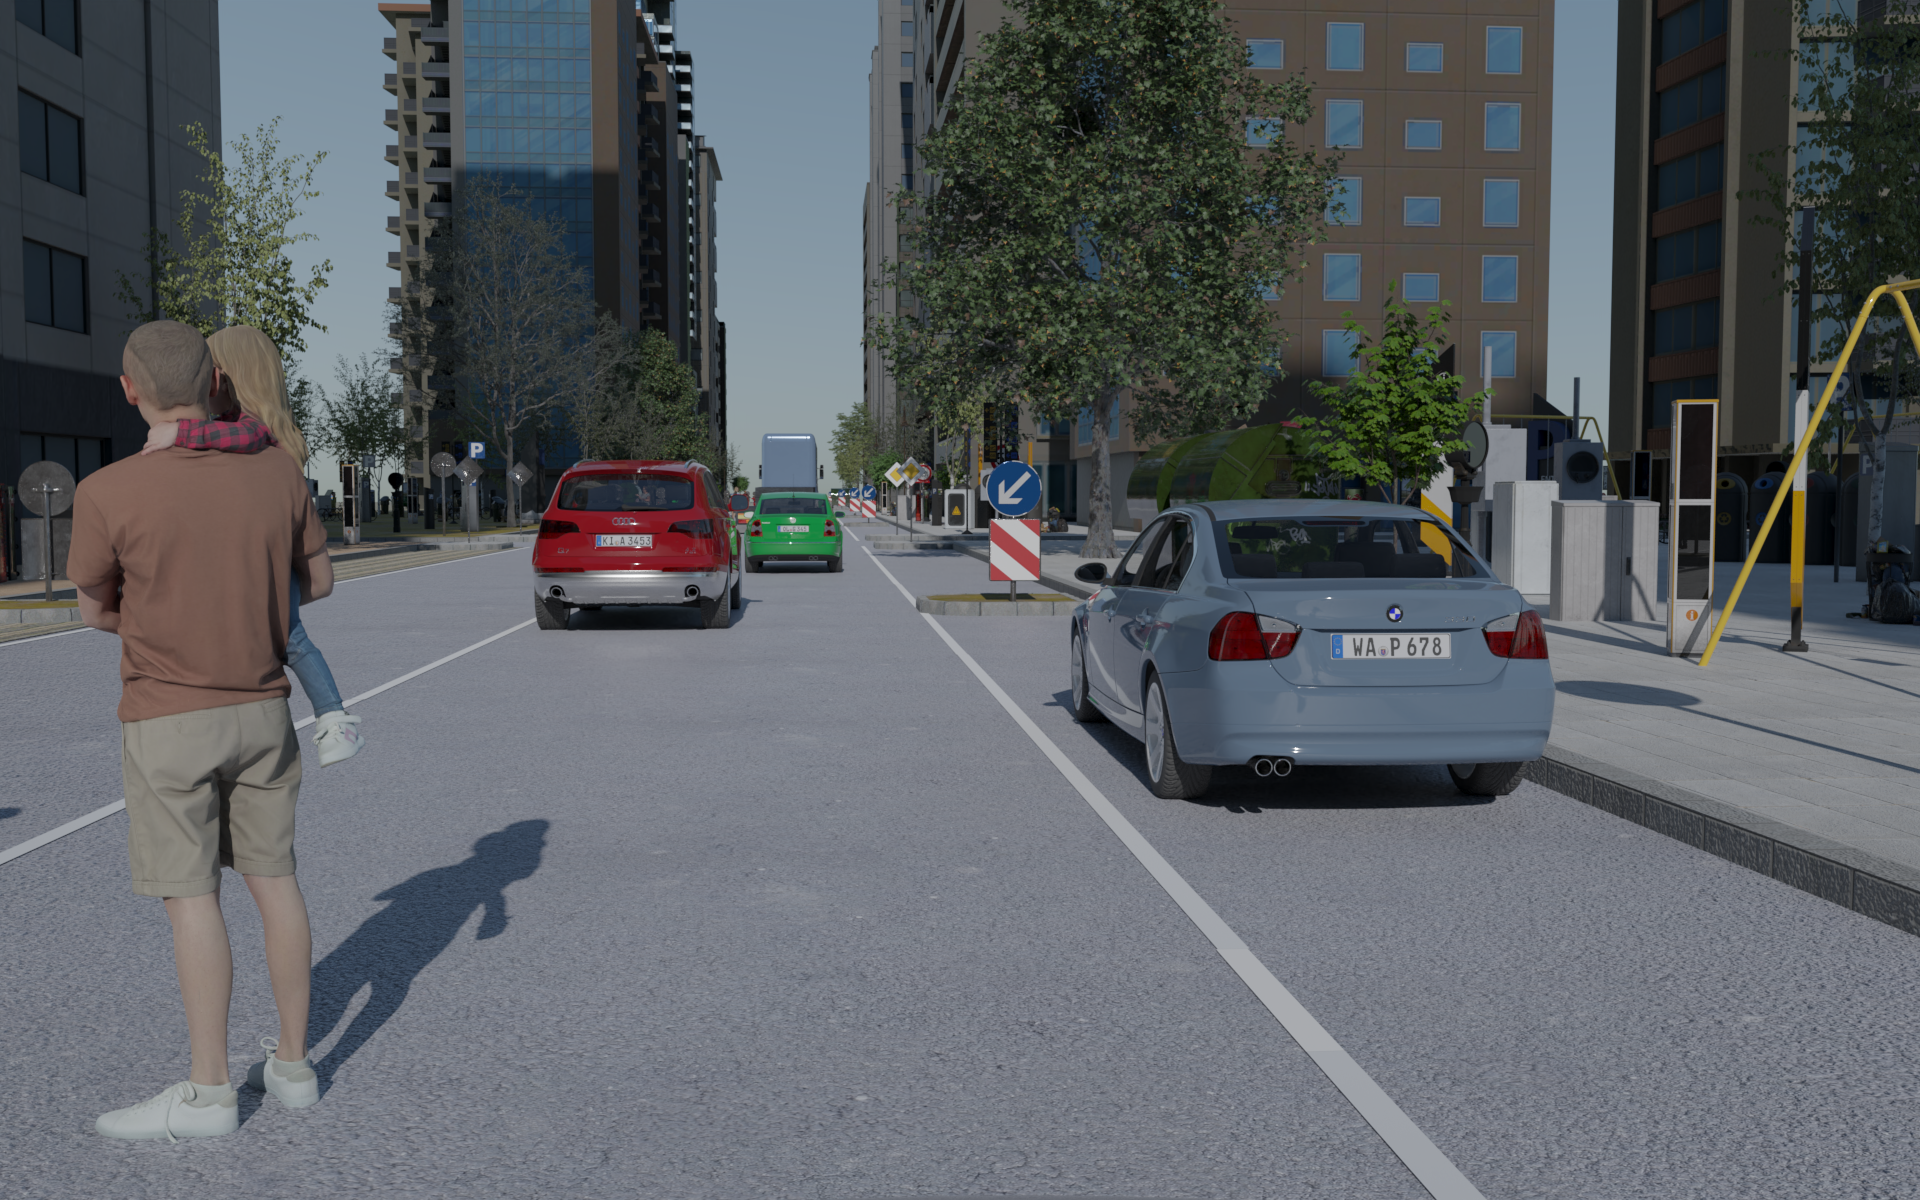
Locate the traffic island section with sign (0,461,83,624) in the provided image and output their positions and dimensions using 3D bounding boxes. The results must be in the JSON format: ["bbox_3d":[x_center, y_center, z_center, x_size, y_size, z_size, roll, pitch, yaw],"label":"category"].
[{"bbox_3d":[-10.733,-0.693,19.966,1.989,1.847,2.006,0,4,-5],"label":"traffic island section with sign"}]

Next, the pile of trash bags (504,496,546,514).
[{"bbox_3d":[-25.581,-5.660,102.295,3.447,1.369,1.912,3,5,40],"label":"pile of trash bags"}]

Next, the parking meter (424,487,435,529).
[{"bbox_3d":[-19.407,-3.359,63.326,0.372,1.533,0.369,0,3,0],"label":"parking meter"}]

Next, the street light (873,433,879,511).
[{"bbox_3d":[-6.220,-9.534,128.661,0.468,5.910,1.993,0,4,-5],"label":"street light"}]

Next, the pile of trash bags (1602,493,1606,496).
[{"bbox_3d":[41.717,-6.077,109.118,3.447,1.369,1.912,-1,4,-9],"label":"pile of trash bags"}]

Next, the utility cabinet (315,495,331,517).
[{"bbox_3d":[-35.475,-5.219,96.486,0.306,1.237,1.020,1,4,19],"label":"utility cabinet"}]

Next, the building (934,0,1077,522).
[{"bbox_3d":[10.000,-28.463,89.069,21.300,48.544,21.600,0,4,-5],"label":"building"}]

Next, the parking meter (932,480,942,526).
[{"bbox_3d":[-0.923,-3.911,69.661,0.255,1.863,0.399,-3,5,-45],"label":"parking meter"}]

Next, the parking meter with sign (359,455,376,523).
[{"bbox_3d":[-26.974,-5.031,78.511,0.543,3.016,1.738,-2,4,-33],"label":"parking meter with sign"}]

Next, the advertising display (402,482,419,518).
[{"bbox_3d":[-29.941,-5.452,94.352,0.123,1.923,0.974,3,5,40],"label":"advertising display"}]

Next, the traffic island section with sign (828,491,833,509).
[{"bbox_3d":[-10.604,-8.872,153.688,1.989,1.847,2.006,0,4,-5],"label":"traffic island section with sign"}]

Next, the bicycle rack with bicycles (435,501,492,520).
[{"bbox_3d":[-25.147,-4.467,86.414,2.925,0.926,2.852,0,4,6],"label":"bicycle rack with bicycles"}]

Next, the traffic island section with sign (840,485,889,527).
[{"bbox_3d":[-4.174,-4.167,76.766,1.989,1.847,2.006,0,4,-5],"label":"traffic island section with sign"}]

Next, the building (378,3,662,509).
[{"bbox_3d":[-38.498,-30.573,154.490,22.147,44.769,28.867,0,4,-5],"label":"building"}]

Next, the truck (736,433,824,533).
[{"bbox_3d":[-7.280,-4.969,70.995,2.967,4.110,18.799,0,4,-3],"label":"truck"}]

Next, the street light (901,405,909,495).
[{"bbox_3d":[-2.871,-7.147,89.645,0.468,5.910,1.993,0,4,-5],"label":"street light"}]

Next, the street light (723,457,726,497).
[{"bbox_3d":[-28.891,-14.662,212.503,0.468,5.910,1.993,0,4,-5],"label":"street light"}]

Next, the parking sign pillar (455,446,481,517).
[{"bbox_3d":[-27.405,-6.605,96.459,1.447,3.967,1.447,0,4,-2],"label":"parking sign pillar"}]

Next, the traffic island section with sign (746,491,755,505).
[{"bbox_3d":[-30.976,-15.496,261.980,1.989,1.847,2.006,0,4,-5],"label":"traffic island section with sign"}]

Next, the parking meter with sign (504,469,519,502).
[{"bbox_3d":[-30.097,-7.435,117.829,1.738,3.016,0.543,2,4,24],"label":"parking meter with sign"}]

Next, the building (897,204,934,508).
[{"bbox_3d":[0.827,-24.215,167.622,14.160,30.474,14.107,0,4,-5],"label":"building"}]

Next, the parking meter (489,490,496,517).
[{"bbox_3d":[-26.372,-5.465,97.761,0.372,1.533,0.369,0,3,0],"label":"parking meter"}]

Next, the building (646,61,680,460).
[{"bbox_3d":[-36.104,-32.179,176.242,14.600,45.320,14.200,0,4,-5],"label":"building"}]

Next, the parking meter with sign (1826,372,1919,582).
[{"bbox_3d":[13.529,-1.770,25.205,1.738,3.016,0.543,-1,4,-11],"label":"parking meter with sign"}]

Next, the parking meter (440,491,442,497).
[{"bbox_3d":[-36.379,-6.936,121.817,0.372,1.533,0.369,0,3,0],"label":"parking meter"}]

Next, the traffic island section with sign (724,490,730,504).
[{"bbox_3d":[-24.069,-10.440,179.327,1.989,1.847,2.006,0,4,-5],"label":"traffic island section with sign"}]

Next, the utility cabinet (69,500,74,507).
[{"bbox_3d":[-15.144,-1.171,30.308,1.020,1.237,0.306,-1,4,-18],"label":"utility cabinet"}]

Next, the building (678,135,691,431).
[{"bbox_3d":[-37.263,-31.033,190.991,14.154,41.232,14.086,0,4,-5],"label":"building"}]

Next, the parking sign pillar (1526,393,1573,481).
[{"bbox_3d":[15.610,-3.499,45.684,1.447,3.967,1.447,-3,4,-38],"label":"parking sign pillar"}]

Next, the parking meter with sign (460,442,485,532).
[{"bbox_3d":[-16.621,-3.826,58.816,0.543,3.016,1.738,-2,4,-30],"label":"parking meter with sign"}]

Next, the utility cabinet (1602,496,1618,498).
[{"bbox_3d":[25.796,-3.564,69.431,0.306,1.237,1.020,-3,5,-42],"label":"utility cabinet"}]

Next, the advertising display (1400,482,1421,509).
[{"bbox_3d":[11.180,-2.254,42.065,0.974,1.923,0.123,2,4,28],"label":"advertising display"}]

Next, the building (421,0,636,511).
[{"bbox_3d":[-32.458,-29.560,133.409,14.600,45.320,14.200,0,4,-5],"label":"building"}]

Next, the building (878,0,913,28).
[{"bbox_3d":[1.673,-39.513,188.030,21.231,58.520,28.212,0,4,-5],"label":"building"}]

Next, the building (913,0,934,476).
[{"bbox_3d":[10.127,-34.107,146.883,28.713,52.752,27.495,0,4,-5],"label":"building"}]

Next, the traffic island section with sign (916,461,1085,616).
[{"bbox_3d":[0.472,-0.774,21.290,1.989,1.847,2.006,0,4,-5],"label":"traffic island section with sign"}]

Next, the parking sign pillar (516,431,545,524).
[{"bbox_3d":[-18.472,-5.287,74.908,1.447,3.967,1.447,-3,5,-44],"label":"parking sign pillar"}]

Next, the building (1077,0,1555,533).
[{"bbox_3d":[12.074,-25.277,63.382,14.200,45.320,14.600,0,4,-5],"label":"building"}]

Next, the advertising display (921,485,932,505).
[{"bbox_3d":[-2.184,-6.841,117.065,0.974,1.923,0.123,-1,4,-14],"label":"advertising display"}]

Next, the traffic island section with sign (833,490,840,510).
[{"bbox_3d":[-6.417,-5.810,103.628,1.989,1.847,2.006,0,4,-5],"label":"traffic island section with sign"}]

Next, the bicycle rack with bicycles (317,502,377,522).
[{"bbox_3d":[-28.894,-4.156,81.337,2.925,0.926,2.852,-2,4,-28],"label":"bicycle rack with bicycles"}]

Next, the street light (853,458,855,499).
[{"bbox_3d":[-12.556,-14.195,204.876,0.468,5.910,1.993,0,4,-5],"label":"street light"}]

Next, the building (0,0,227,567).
[{"bbox_3d":[-27.392,-36.275,31.356,20.611,71.187,20.563,0,4,-5],"label":"building"}]

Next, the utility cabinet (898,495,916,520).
[{"bbox_3d":[-2.602,-4.528,85.200,1.020,1.237,0.306,1,4,12],"label":"utility cabinet"}]

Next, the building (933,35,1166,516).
[{"bbox_3d":[5.570,-28.797,120.948,14.600,45.320,14.200,0,4,-5],"label":"building"}]

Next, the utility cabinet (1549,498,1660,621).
[{"bbox_3d":[6.546,-0.394,17.596,1.020,1.237,0.306,0,4,-6],"label":"utility cabinet"}]

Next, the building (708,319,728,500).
[{"bbox_3d":[-44.942,-31.011,278.729,14.160,30.474,14.107,0,4,-5],"label":"building"}]

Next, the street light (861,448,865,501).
[{"bbox_3d":[-9.223,-11.763,165.104,0.468,5.910,1.993,0,4,-5],"label":"street light"}]

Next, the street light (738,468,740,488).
[{"bbox_3d":[-32.067,-17.041,251.414,0.468,5.910,1.993,0,4,-5],"label":"street light"}]

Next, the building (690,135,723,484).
[{"bbox_3d":[-50.039,-40.823,256.690,28.713,52.752,27.495,0,4,-5],"label":"building"}]

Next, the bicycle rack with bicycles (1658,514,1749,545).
[{"bbox_3d":[18.715,-1.836,43.400,2.852,0.926,2.925,-3,4,-37],"label":"bicycle rack with bicycles"}]

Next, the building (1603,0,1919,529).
[{"bbox_3d":[41.187,-25.384,69.651,28.867,44.769,22.147,0,4,-5],"label":"building"}]

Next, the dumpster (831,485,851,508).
[{"bbox_3d":[-11.403,-9.844,165.904,1.985,2.255,1.502,0,4,-4],"label":"dumpster"}]

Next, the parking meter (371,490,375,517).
[{"bbox_3d":[-32.755,-5.383,96.421,0.372,1.533,0.369,0,3,0],"label":"parking meter"}]
